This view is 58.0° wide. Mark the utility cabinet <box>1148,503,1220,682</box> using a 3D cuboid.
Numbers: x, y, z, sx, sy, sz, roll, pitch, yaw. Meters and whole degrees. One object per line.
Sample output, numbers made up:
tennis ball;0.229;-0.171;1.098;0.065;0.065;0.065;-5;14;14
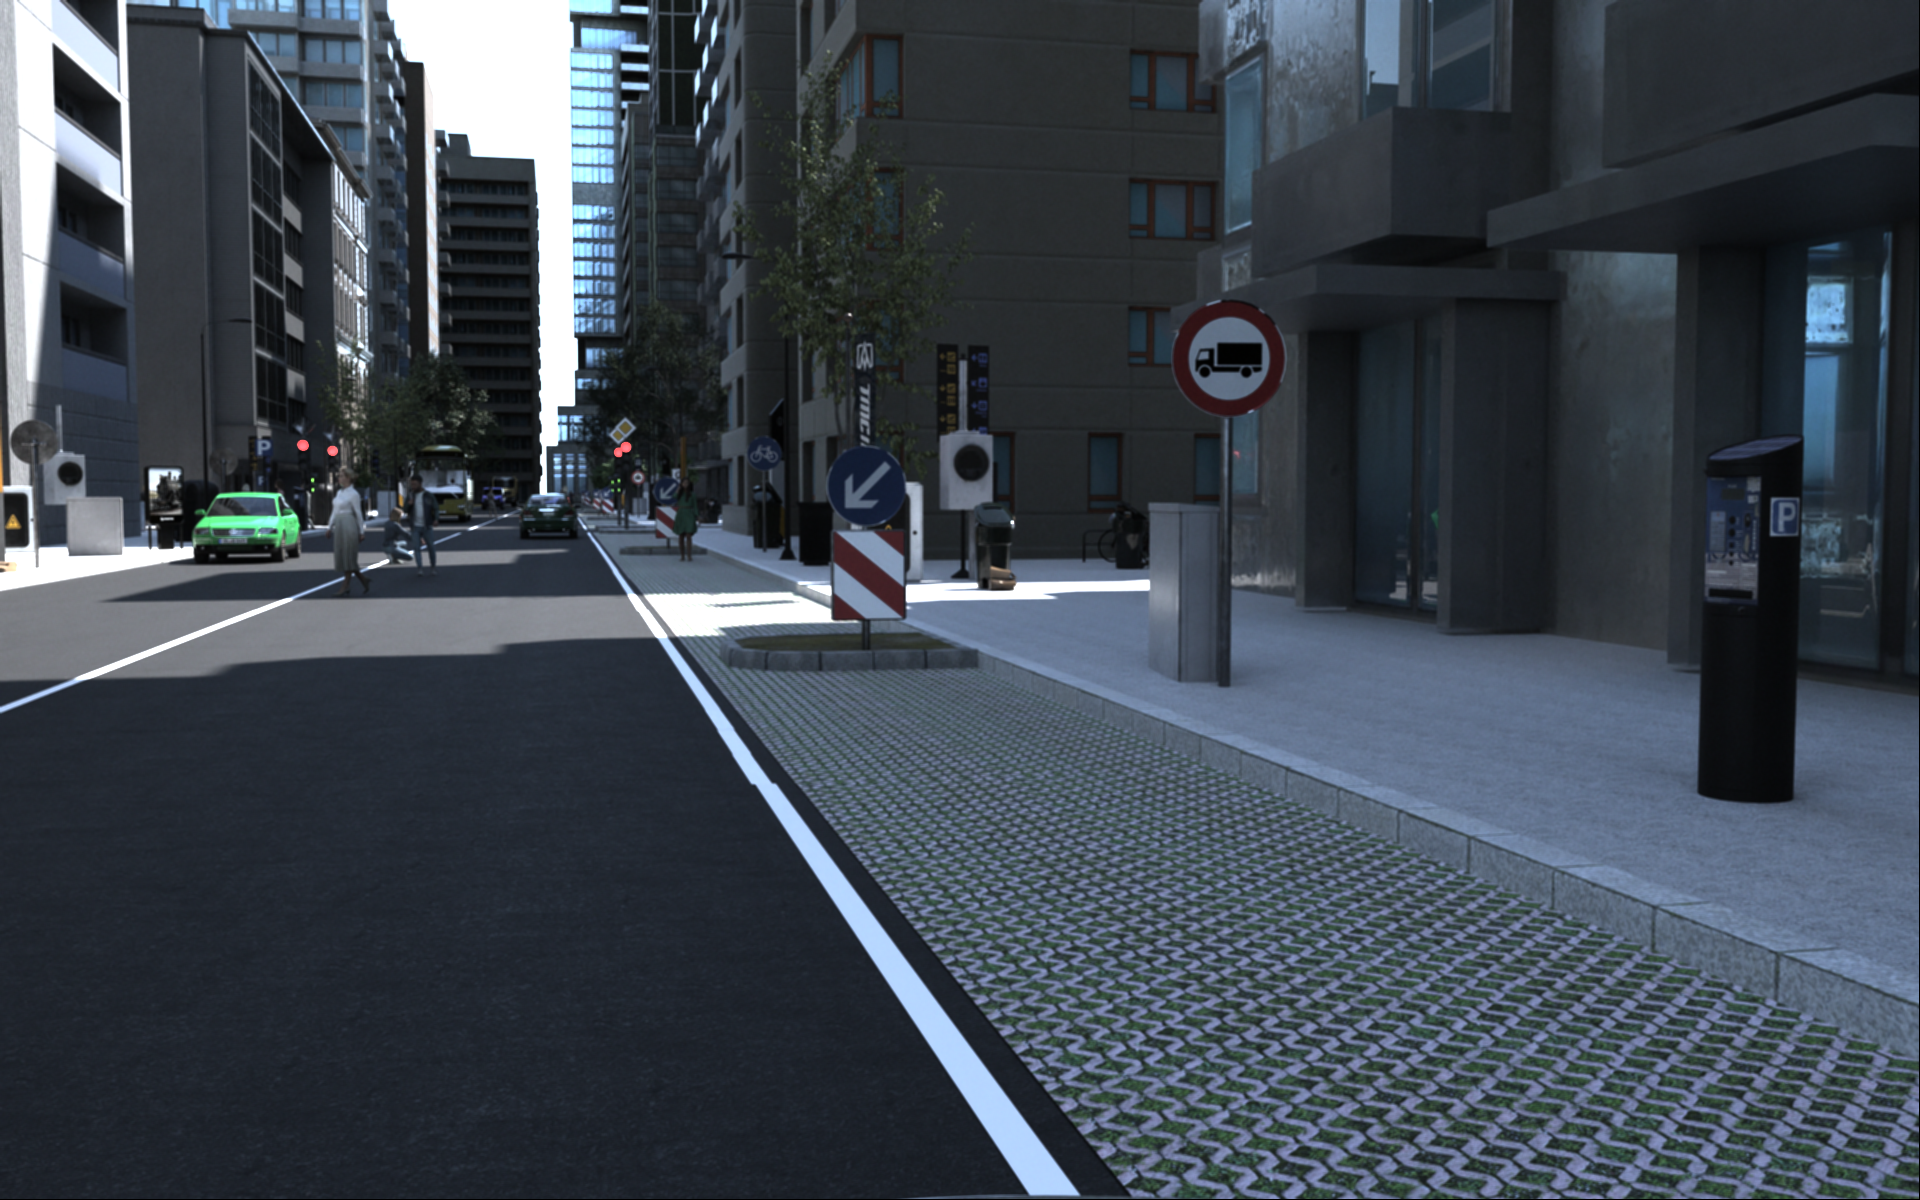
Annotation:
utility cabinet;1.586;-0.068;12.281;0.306;1.237;1.020;0;4;-6

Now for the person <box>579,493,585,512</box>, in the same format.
person;-29.875;-7.713;137.202;0.503;1.515;0.523;2;4;32

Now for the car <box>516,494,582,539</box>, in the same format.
car;-13.579;-2.777;57.208;2.131;1.459;4.920;-1;4;-13

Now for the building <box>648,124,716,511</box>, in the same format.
building;-17.689;-22.517;139.847;14.160;30.474;14.107;-1;4;-13

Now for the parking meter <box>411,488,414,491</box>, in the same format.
parking meter;-34.787;-6.410;110.509;0.255;1.863;0.399;1;4;13

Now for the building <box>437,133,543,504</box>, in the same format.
building;-68.042;-37.397;235.144;21.600;48.544;21.300;-1;4;-13

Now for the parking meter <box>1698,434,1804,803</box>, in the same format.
parking meter;3.339;0.067;7.321;0.372;1.533;0.369;0;3;0

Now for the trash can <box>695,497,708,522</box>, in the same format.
trash can;-12.160;-4.237;80.936;0.748;1.137;0.748;0;3;0

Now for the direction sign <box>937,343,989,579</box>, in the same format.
direction sign;0.047;-2.099;26.316;0.876;3.537;0.379;-2;4;-27

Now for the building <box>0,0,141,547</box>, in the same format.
building;-37.499;-30.661;43.299;28.212;58.520;21.231;-1;4;-13

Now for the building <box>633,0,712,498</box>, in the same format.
building;-22.118;-44.855;171.636;20.563;71.187;20.611;-1;4;-13

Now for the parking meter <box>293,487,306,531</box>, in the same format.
parking meter;-22.784;-3.139;59.736;0.372;1.533;0.369;0;3;0

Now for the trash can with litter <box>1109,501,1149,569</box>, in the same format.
trash can with litter;3.128;-1.127;29.822;1.055;1.170;0.624;-1;4;-13

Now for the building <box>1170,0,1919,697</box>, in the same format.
building;15.698;-23.998;11.982;23.786;49.044;30.456;-1;4;-13

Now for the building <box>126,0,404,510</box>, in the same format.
building;-60.788;-32.576;152.221;23.786;49.044;30.456;-1;4;-13

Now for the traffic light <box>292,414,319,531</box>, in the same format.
traffic light;-22.920;-4.387;60.648;0.839;4.253;0.868;-1;4;-13

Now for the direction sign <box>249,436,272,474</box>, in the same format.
direction sign;-27.343;-4.632;67.726;0.876;3.537;0.379;0;4;2

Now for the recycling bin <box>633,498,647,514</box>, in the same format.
recycling bin;-20.320;-5.951;109.856;0.722;1.027;0.722;2;4;27

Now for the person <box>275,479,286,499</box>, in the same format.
person;-17.904;-2.262;45.501;0.388;1.821;0.555;-2;4;-33

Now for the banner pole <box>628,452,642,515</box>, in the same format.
banner pole;-19.412;-6.954;103.718;0.863;3.779;0.401;0;4;6

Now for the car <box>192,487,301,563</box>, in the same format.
car;-15.420;-1.758;37.543;1.959;1.807;4.718;-1;4;-15

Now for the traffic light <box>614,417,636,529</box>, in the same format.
traffic light;-12.192;-4.538;63.123;0.839;4.253;0.868;-1;4;-13

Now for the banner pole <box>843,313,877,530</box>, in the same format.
banner pole;-1.404;-2.074;23.923;0.401;3.779;0.863;-3;5;-40

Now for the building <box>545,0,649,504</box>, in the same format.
building;-41.841;-56.690;239.547;31.000;86.520;22.319;-1;4;-13

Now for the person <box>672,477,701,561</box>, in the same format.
person;-5.833;-1.720;36.873;0.600;1.795;0.529;-1;4;-16

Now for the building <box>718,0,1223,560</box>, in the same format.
building;8.288;-12.518;49.709;27.650;21.520;28.899;-1;4;-13

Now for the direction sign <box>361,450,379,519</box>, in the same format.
direction sign;-30.214;-5.920;88.789;0.876;3.537;0.379;0;3;0

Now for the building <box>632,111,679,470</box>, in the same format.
building;-28.661;-30.955;189.703;14.154;41.232;14.086;-1;4;-13

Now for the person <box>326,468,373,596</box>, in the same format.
person;-8.622;-0.965;24.509;0.641;1.798;0.478;-3;5;-44

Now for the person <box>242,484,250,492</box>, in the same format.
person;-25.672;-3.274;62.213;0.537;1.800;0.526;-1;4;-15

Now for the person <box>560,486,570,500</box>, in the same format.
person;-17.719;-4.218;77.650;0.537;1.800;0.526;1;4;12

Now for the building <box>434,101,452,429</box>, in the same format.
building;-73.750;-35.264;196.168;30.456;49.044;23.786;-1;4;-13

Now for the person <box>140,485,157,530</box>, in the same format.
person;-30.162;-3.452;65.154;1.509;1.804;0.699;0;4;-7

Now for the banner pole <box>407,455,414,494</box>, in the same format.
banner pole;-35.614;-7.472;112.181;0.401;3.779;0.863;1;4;22

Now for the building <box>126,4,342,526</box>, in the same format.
building;-39.120;-16.145;83.042;14.314;24.678;30.058;-1;4;-13

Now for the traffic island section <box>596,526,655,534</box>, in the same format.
traffic island section;-12.150;-2.506;63.246;2.009;0.180;2.903;-1;4;-13

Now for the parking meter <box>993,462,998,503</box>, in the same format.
parking meter;0.565;-1.592;31.743;0.255;1.863;0.399;0;4;3

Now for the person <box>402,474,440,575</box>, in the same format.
person;-9.537;-1.334;30.659;0.623;1.781;0.721;-1;4;-19

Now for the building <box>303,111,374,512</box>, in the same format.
building;-44.882;-19.121;109.886;12.463;27.353;25.104;-1;4;-13

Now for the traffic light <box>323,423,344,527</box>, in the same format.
traffic light;-24.710;-4.863;68.430;0.839;4.253;0.868;-1;4;-13

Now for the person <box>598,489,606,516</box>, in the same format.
person;-23.311;-6.363;112.763;0.641;1.798;0.478;3;4;36

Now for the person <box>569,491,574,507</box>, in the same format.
person;-42.192;-10.970;188.303;0.568;1.767;0.683;2;4;27

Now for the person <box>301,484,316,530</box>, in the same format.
person;-25.082;-3.526;66.246;0.767;1.812;0.694;0;4;3

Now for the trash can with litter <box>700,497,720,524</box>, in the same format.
trash can with litter;-10.844;-3.867;74.614;1.055;1.170;0.624;3;4;38

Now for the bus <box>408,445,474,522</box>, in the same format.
bus;-26.999;-6.071;90.811;2.896;3.916;12.252;-1;4;-14

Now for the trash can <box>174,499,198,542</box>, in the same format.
trash can;-20.924;-2.143;46.684;0.748;1.137;0.748;0;3;0

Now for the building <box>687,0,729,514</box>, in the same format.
building;-5.145;-30.063;111.143;23.786;49.044;30.456;-1;4;-13

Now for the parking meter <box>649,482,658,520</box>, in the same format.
parking meter;-15.111;-4.872;85.370;0.399;1.863;0.255;-2;4;-24

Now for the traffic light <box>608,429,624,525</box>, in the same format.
traffic light;-13.982;-5.014;70.906;0.839;4.253;0.868;-1;4;-13

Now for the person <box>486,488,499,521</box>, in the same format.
person;-25.260;-5.183;93.576;0.599;1.781;0.374;1;4;21

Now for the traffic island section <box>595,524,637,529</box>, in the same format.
traffic island section;-13.940;-2.982;71.029;2.009;0.180;2.903;-1;4;-13

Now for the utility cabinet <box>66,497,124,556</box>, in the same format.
utility cabinet;-17.938;-1.515;35.930;1.020;1.237;0.306;-1;4;-22

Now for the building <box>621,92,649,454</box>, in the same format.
building;-29.162;-35.715;207.638;21.300;48.544;21.600;-1;4;-13

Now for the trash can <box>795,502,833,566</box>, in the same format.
trash can;-2.590;-1.192;31.149;0.748;1.137;0.748;0;3;0

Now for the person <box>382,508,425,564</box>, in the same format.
person;-11.590;-1.330;35.741;0.738;1.151;1.012;-3;5;-41

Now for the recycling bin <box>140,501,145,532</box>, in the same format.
recycling bin;-28.169;-2.826;58.765;0.722;1.027;0.722;0;4;3

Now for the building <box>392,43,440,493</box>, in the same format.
building;-60.525;-32.119;175.261;14.600;45.320;14.200;-1;4;-13
